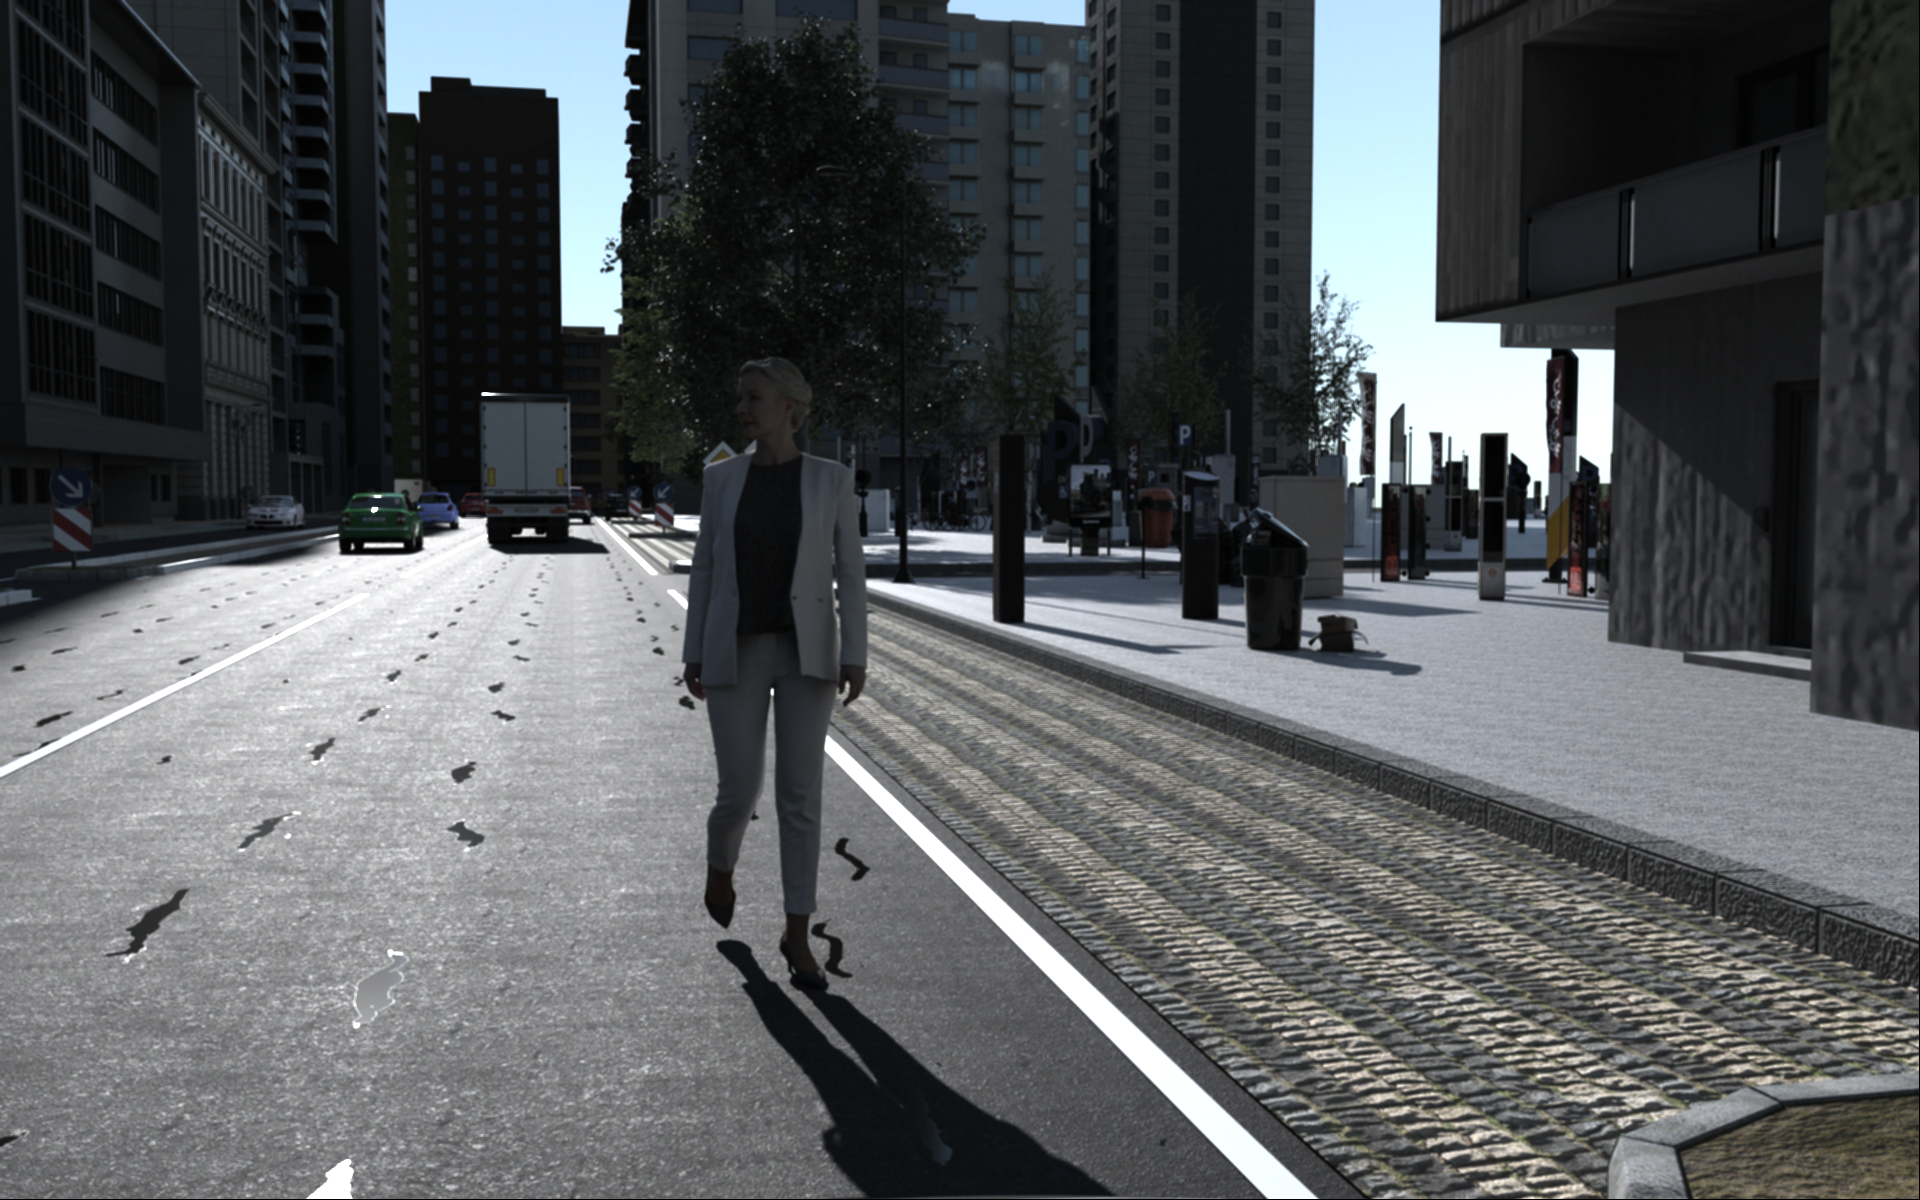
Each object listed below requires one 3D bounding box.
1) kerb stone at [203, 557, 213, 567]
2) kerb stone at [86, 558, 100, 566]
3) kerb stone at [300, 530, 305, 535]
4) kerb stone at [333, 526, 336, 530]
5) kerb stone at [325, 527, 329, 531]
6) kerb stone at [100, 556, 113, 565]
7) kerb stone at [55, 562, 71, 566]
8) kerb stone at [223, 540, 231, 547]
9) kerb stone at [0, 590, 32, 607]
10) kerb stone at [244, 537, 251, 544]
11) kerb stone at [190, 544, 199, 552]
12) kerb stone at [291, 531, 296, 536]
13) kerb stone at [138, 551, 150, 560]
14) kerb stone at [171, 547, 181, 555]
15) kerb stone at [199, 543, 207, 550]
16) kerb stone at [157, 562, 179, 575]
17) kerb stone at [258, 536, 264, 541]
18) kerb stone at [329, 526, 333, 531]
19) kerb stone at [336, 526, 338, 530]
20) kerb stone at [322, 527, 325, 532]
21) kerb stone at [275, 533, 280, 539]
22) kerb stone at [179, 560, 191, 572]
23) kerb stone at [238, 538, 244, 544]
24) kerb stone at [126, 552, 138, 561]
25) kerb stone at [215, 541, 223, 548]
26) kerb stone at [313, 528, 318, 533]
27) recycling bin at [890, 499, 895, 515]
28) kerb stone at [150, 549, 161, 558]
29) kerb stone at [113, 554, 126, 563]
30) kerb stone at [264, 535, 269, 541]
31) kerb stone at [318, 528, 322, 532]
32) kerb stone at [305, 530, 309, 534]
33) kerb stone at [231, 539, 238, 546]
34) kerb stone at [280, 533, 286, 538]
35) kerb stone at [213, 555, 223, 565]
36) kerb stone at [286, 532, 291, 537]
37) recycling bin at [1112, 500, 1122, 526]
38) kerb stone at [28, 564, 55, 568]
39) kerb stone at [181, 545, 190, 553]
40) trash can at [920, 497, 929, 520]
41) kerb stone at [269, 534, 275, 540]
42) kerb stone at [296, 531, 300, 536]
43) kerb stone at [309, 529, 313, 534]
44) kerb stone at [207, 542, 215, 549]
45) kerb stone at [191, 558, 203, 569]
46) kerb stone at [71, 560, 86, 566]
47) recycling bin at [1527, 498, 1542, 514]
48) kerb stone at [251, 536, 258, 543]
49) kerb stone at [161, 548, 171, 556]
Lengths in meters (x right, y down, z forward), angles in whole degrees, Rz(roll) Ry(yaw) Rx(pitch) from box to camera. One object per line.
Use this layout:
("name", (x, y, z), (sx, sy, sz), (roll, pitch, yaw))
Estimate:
("kerb stone", (-15.011, -0.736, 34.303), (0.120, 0.150, 1.000), (-1, 4, -13))
("kerb stone", (-17.052, -0.713, 33.847), (0.120, 0.150, 1.000), (-1, 4, -13))
("kerb stone", (-22.884, -2.305, 59.901), (0.120, 0.150, 1.000), (-1, 4, -13))
("kerb stone", (-24.688, -2.796, 67.910), (0.120, 0.150, 1.000), (-1, 4, -13))
("kerb stone", (-24.237, -2.674, 65.913), (0.120, 0.150, 1.000), (-1, 4, -13))
("kerb stone", (-17.284, -0.769, 34.843), (0.120, 0.150, 1.000), (-1, 4, -13))
("kerb stone", (-16.606, -0.590, 31.848), (0.120, 0.150, 1.000), (-1, 4, -13))
("kerb stone", (-19.975, -1.510, 46.887), (0.120, 0.150, 1.000), (-1, 4, -13))
("kerb stone", (-12.423, -0.033, 22.772), (0.120, 0.150, 1.000), (-1, 4, -13))
("kerb stone", (-20.651, -1.690, 49.901), (0.120, 0.150, 1.000), (-1, 4, -13))
("kerb stone", (-19.082, -1.265, 42.876), (0.120, 0.150, 1.000), (-1, 4, -13))
("kerb stone", (-22.443, -2.184, 57.903), (0.120, 0.150, 1.000), (-1, 4, -13))
("kerb stone", (-17.957, -0.958, 37.864), (0.120, 0.150, 1.000), (-1, 4, -13))
("kerb stone", (-18.630, -1.141, 40.868), (0.120, 0.150, 1.000), (-1, 4, -13))
("kerb stone", (-19.297, -1.326, 43.875), (0.120, 0.150, 1.000), (-1, 4, -13))
("kerb stone", (-14.329, -0.557, 31.297), (0.120, 0.150, 1.000), (-1, 4, -13))
("kerb stone", (-21.096, -1.817, 51.897), (0.120, 0.150, 1.000), (-1, 4, -13))
("kerb stone", (-24.457, -2.731, 66.914), (0.120, 0.150, 1.000), (-1, 4, -13))
("kerb stone", (-24.897, -2.857, 68.911), (0.120, 0.150, 1.000), (-1, 4, -13))
("kerb stone", (-24.018, -2.610, 64.910), (0.120, 0.150, 1.000), (-1, 4, -13))
("kerb stone", (-21.775, -2.001, 54.906), (0.120, 0.150, 1.000), (-1, 4, -13))
("kerb stone", (-14.559, -0.618, 32.306), (0.120, 0.150, 1.000), (-1, 4, -13))
("kerb stone", (-20.435, -1.633, 48.901), (0.120, 0.150, 1.000), (-1, 4, -13))
("kerb stone", (-17.729, -0.897, 36.854), (0.120, 0.150, 1.000), (-1, 4, -13))
("kerb stone", (-19.750, -1.449, 45.890), (0.120, 0.150, 1.000), (-1, 4, -13))
("kerb stone", (-23.561, -2.490, 62.915), (0.120, 0.150, 1.000), (-1, 4, -13))
("recycling bin", (-3.854, -5.151, 96.768), (0.722, 1.027, 0.722), (1, 4, 13))
("kerb stone", (-18.177, -1.014, 38.870), (0.120, 0.150, 1.000), (-1, 4, -13))
("kerb stone", (-17.502, -0.825, 35.842), (0.120, 0.150, 1.000), (-1, 4, -13))
("kerb stone", (-21.320, -1.878, 52.895), (0.120, 0.150, 1.000), (-1, 4, -13))
("kerb stone", (-23.785, -2.544, 63.913), (0.120, 0.150, 1.000), (-1, 4, -13))
("kerb stone", (-23.110, -2.360, 60.907), (0.120, 0.150, 1.000), (-1, 4, -13))
("kerb stone", (-20.197, -1.566, 47.894), (0.120, 0.150, 1.000), (-1, 4, -13))
("kerb stone", (-21.989, -2.062, 55.905), (0.120, 0.150, 1.000), (-1, 4, -13))
("kerb stone", (-15.237, -0.799, 35.300), (0.120, 0.150, 1.000), (-1, 4, -13))
("kerb stone", (-22.218, -2.123, 56.902), (0.120, 0.150, 1.000), (-1, 4, -13))
("recycling bin", (6.082, -3.476, 69.379), (0.722, 1.027, 0.722), (0, 4, -8))
("kerb stone", (-16.387, -0.526, 30.850), (0.120, 0.150, 1.000), (-1, 4, -13))
("kerb stone", (-18.857, -1.204, 41.879), (0.120, 0.150, 1.000), (-1, 4, -13))
("trash can", (-1.705, -4.470, 84.738), (0.748, 1.137, 0.748), (0, 3, 0))
("kerb stone", (-21.541, -1.933, 53.894), (0.120, 0.150, 1.000), (-1, 4, -13))
("kerb stone", (-22.667, -2.244, 58.901), (0.120, 0.150, 1.000), (-1, 4, -13))
("kerb stone", (-23.343, -2.422, 61.904), (0.120, 0.150, 1.000), (-1, 4, -13))
("kerb stone", (-19.526, -1.387, 44.878), (0.120, 0.150, 1.000), (-1, 4, -13))
("kerb stone", (-14.786, -0.680, 33.306), (0.120, 0.150, 1.000), (-1, 4, -13))
("kerb stone", (-16.836, -0.648, 32.848), (0.120, 0.150, 1.000), (-1, 4, -13))
("recycling bin", (37.864, -6.221, 114.271), (0.722, 1.027, 0.722), (-2, 4, -30))
("kerb stone", (-20.869, -1.756, 50.899), (0.120, 0.150, 1.000), (-1, 4, -13))
("kerb stone", (-18.401, -1.081, 39.871), (0.120, 0.150, 1.000), (-1, 4, -13))
